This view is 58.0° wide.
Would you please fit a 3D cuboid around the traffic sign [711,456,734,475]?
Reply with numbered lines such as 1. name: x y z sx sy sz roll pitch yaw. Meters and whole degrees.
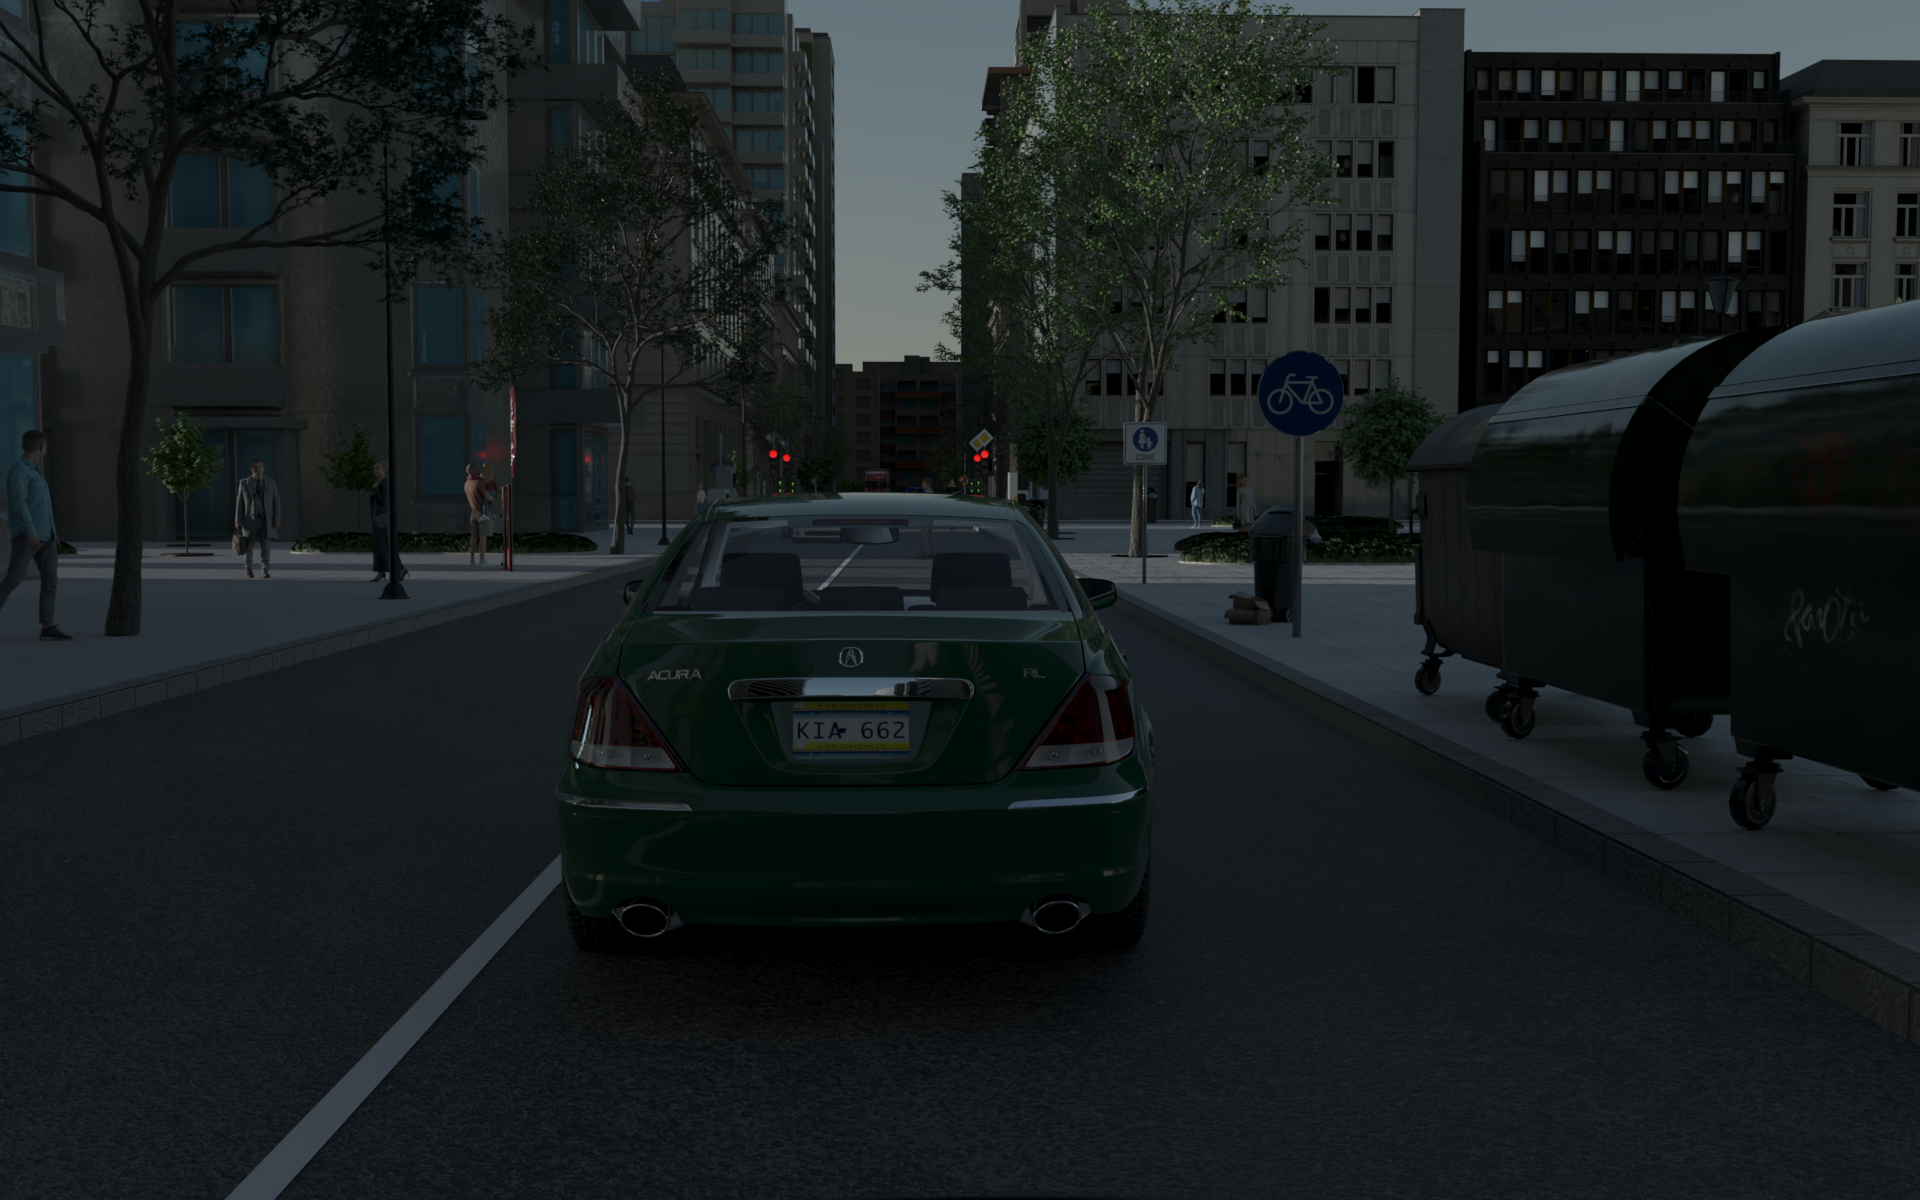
1. traffic sign: -7.943 -3.538 57.949 0.768 2.556 0.104 0 4 4

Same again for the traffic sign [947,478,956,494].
1. traffic sign: -0.634 -8.577 140.237 0.884 2.594 0.081 0 4 1

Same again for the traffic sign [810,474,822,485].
1. traffic sign: -9.314 -6.840 111.569 0.795 2.593 0.064 0 4 4

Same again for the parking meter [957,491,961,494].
1. parking meter: -0.073 -7.570 132.184 0.372 1.533 0.369 0 3 0

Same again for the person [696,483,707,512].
1. person: -10.817 -4.082 73.448 0.598 1.740 0.731 1 4 14

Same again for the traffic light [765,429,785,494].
1. traffic light: -7.930 -5.204 74.006 0.839 4.253 0.868 0 4 -2

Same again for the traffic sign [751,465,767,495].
1. traffic sign: -8.682 -4.559 74.647 0.768 2.556 0.104 0 4 1

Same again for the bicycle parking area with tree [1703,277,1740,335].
1. bicycle parking area with tree: 12.633 -2.190 22.807 8.231 4.147 9.016 1 4 15

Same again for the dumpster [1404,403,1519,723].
1. dumpster: 3.521 -0.280 10.331 1.264 1.857 1.865 0 4 -2

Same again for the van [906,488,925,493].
1. van: -4.203 -9.713 163.188 2.240 2.365 5.245 0 3 0

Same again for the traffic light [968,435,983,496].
1. traffic light: 0.793 -5.709 82.264 0.839 4.253 0.868 0 4 -2

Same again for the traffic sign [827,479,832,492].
1. traffic sign: -10.251 -8.199 134.159 0.768 2.556 0.104 0 4 4

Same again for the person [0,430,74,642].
1. person: -8.145 -0.562 15.102 0.748 1.841 0.638 0 4 3

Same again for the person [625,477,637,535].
1. person: -10.533 -2.990 54.901 0.622 1.834 0.822 0 4 1

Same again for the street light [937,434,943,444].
1. street light: -0.819 -9.892 134.271 1.470 5.913 1.316 0 4 -2

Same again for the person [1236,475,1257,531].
1. person: 6.610 -2.057 40.431 0.760 1.731 0.466 1 4 23

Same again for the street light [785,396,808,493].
1. street light: -8.028 -6.688 81.882 1.470 5.913 1.316 0 4 -2

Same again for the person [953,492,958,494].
1. person: -0.232 -3.324 65.440 0.503 1.515 0.523 0 4 2

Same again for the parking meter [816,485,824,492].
1. parking meter: -9.332 -6.774 116.462 0.255 1.863 0.399 2 4 25

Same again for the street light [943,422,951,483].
1. street light: -0.190 -8.526 111.933 1.470 5.913 1.316 0 4 -2

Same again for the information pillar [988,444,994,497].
1. information pillar: 1.466 -5.537 81.885 0.183 3.616 0.504 -2 4 -25

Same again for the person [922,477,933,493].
1. person: -0.807 -1.835 38.710 0.583 1.804 0.606 0 4 -4

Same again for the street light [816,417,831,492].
1. street light: -8.731 -8.083 104.699 1.470 5.913 1.316 0 4 -2

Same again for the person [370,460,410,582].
1. person: -8.445 -1.161 25.452 0.576 1.772 0.534 3 5 40

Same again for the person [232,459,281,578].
1. person: -10.709 -1.236 26.361 0.694 1.812 0.767 -2 4 -25

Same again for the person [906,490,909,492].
1. person: -4.395 -8.391 146.089 0.834 1.777 0.661 2 4 25

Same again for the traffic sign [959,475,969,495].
1. traffic sign: 0.297 -7.111 116.376 0.768 2.556 0.104 0 3 0

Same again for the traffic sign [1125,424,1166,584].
1. traffic sign: 2.632 -1.380 24.685 0.606 2.300 0.079 0 4 1

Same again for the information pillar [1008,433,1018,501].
1. information pillar: 2.029 -4.619 66.881 0.183 3.616 0.504 3 5 42

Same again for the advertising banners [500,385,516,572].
1. advertising banners: -7.513 -1.994 28.796 0.090 3.025 2.074 -1 4 -20

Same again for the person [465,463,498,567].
1. person: -8.419 -1.497 30.490 0.580 1.828 0.573 -1 4 -13

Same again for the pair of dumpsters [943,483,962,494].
1. pair of dumpsters: -0.615 -8.923 148.386 1.574 2.255 4.437 0 4 -2

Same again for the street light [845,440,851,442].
1. street light: -10.100 -10.841 149.787 1.470 5.913 1.316 0 4 -2

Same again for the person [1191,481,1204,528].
1. person: 8.954 -3.604 65.231 0.793 1.790 0.793 2 4 24

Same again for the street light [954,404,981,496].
1. street light: 0.474 -7.143 89.323 1.470 5.913 1.316 0 4 -2

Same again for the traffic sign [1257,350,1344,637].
1. traffic sign: 3.024 -0.940 15.476 0.768 2.556 0.104 0 4 2

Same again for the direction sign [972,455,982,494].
1. direction sign: 1.103 -6.640 100.559 0.876 3.537 0.379 2 4 32

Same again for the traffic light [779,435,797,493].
1. traffic light: -8.164 -5.692 81.987 0.839 4.253 0.868 0 4 -2

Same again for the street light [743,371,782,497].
1. street light: -7.639 -5.690 65.572 1.470 5.913 1.316 0 4 -2

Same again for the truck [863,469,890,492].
1. truck: -9.274 -12.586 194.699 2.839 4.237 11.283 0 4 -1

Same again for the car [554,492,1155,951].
1. car: -0.363 0.300 6.890 2.131 1.459 4.920 0 4 -2

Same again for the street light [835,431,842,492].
1. street light: -9.376 -9.460 127.214 1.470 5.913 1.316 0 4 -2

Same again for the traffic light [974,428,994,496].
1. traffic light: 1.027 -5.221 74.282 0.839 4.253 0.868 0 4 -2

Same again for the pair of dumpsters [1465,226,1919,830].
1. pair of dumpsters: 3.520 -0.277 7.021 1.574 2.255 4.437 0 4 -2

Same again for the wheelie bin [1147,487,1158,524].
1. wheelie bin: 8.160 -4.114 75.175 0.980 1.594 0.693 3 4 37
